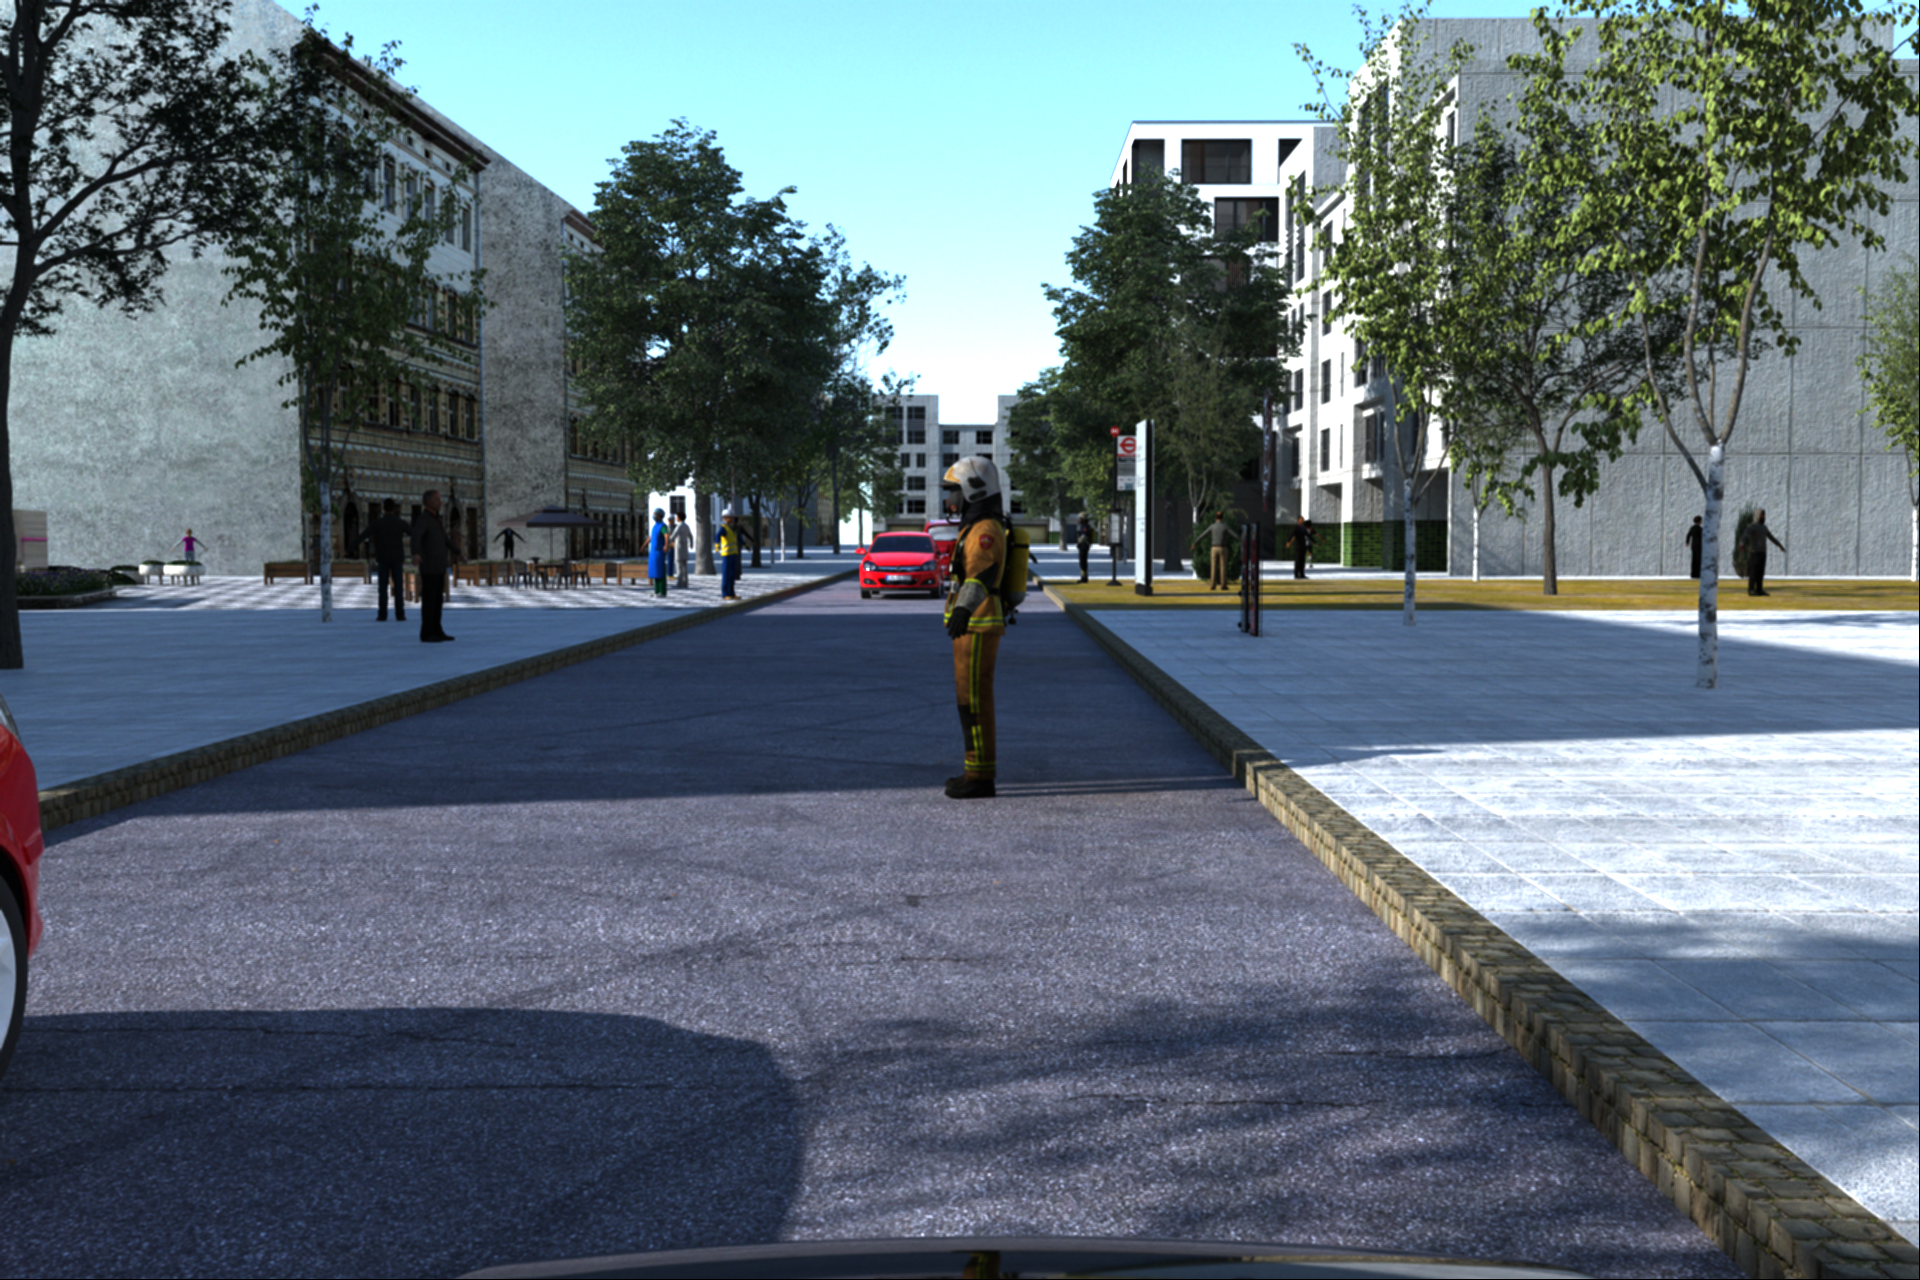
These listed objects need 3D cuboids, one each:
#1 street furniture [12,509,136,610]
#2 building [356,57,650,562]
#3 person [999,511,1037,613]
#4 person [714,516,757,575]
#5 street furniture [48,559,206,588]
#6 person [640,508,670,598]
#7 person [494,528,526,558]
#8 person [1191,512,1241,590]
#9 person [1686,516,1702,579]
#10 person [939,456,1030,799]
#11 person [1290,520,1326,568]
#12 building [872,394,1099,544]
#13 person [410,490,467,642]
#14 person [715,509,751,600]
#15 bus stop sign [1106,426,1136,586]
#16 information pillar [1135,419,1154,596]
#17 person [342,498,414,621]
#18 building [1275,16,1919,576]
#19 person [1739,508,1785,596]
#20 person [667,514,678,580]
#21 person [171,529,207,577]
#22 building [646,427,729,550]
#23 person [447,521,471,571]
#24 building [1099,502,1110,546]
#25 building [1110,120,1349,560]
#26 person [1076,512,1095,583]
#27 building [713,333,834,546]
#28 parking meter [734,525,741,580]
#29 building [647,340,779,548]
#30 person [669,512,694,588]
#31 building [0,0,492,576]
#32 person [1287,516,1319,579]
[{"bbox_3d":[-18.374,-1.548,32.164,9.812,1.723,11.010,-1,4,-17],"label":"street furniture"},{"bbox_3d":[-27.292,-15.809,89.407,19.493,23.208,18.063,0,4,2],"label":"building"},{"bbox_3d":[0.836,-1.422,31.472,1.354,1.858,0.705,3,5,44],"label":"person"},{"bbox_3d":[-7.078,-2.975,54.573,1.347,1.837,0.705,-1,4,-12],"label":"person"},{"bbox_3d":[-23.679,-1.699,43.408,10.072,0.657,5.734,2,4,31],"label":"street furniture"},{"bbox_3d":[-6.141,-1.775,35.156,0.704,1.817,1.347,-2,4,-32],"label":"person"},{"bbox_3d":[-17.124,-3.615,65.818,1.216,1.740,0.721,-2,4,-30],"label":"person"},{"bbox_3d":[5.953,-2.046,39.732,1.348,1.796,0.705,1,4,19],"label":"person"},{"bbox_3d":[21.278,-2.675,49.916,0.705,1.806,1.347,-1,4,-10],"label":"person"},{"bbox_3d":[0.058,-0.079,9.518,0.705,1.858,1.354,0,4,0],"label":"person"},{"bbox_3d":[13.280,-3.668,66.116,1.345,1.843,0.704,1,4,18],"label":"person"},{"bbox_3d":[4.336,-21.844,226.066,31.486,18.905,16.747,0,4,-2],"label":"building"},{"bbox_3d":[-6.266,-0.886,20.667,0.705,1.807,1.348,0,4,8],"label":"person"},{"bbox_3d":[-4.460,-1.681,33.954,0.721,1.772,1.216,2,4,24],"label":"person"},{"bbox_3d":[4.053,-3.317,42.932,0.855,3.939,0.416,0,4,1],"label":"bus stop sign"},{"bbox_3d":[3.866,-2.754,36.340,0.184,3.620,1.656,0,4,-1],"label":"information pillar"},{"bbox_3d":[-8.436,-1.197,25.641,1.348,1.821,0.705,-1,4,-20],"label":"person"},{"bbox_3d":[23.558,-12.331,68.071,16.747,18.905,31.486,0,4,1],"label":"building"},{"bbox_3d":[16.546,-1.818,35.848,1.348,1.813,0.705,-2,4,-28],"label":"person"},{"bbox_3d":[-8.118,-2.629,48.840,0.705,1.847,1.347,-1,4,-8],"label":"person"},{"bbox_3d":[-23.005,-2.595,51.701,0.991,1.433,0.599,-2,4,-29],"label":"person"},{"bbox_3d":[-24.315,-12.681,149.478,9.099,9.664,28.070,0,4,1],"label":"building"},{"bbox_3d":[-17.360,-3.241,59.793,1.217,1.733,0.721,2,4,28],"label":"person"},{"bbox_3d":[24.640,-21.526,182.884,19.493,23.208,18.063,0,4,1],"label":"building"},{"bbox_3d":[22.653,-15.793,102.194,27.936,21.610,32.646,0,4,1],"label":"building"},{"bbox_3d":[3.218,-2.426,45.449,0.705,1.856,1.354,0,4,7],"label":"person"},{"bbox_3d":[-24.032,-22.053,191.501,19.493,23.208,18.063,0,4,2],"label":"building"},{"bbox_3d":[-6.309,-2.437,48.264,0.372,1.533,0.369,0,3,0],"label":"parking meter"},{"bbox_3d":[-24.054,-18.983,166.790,16.016,20.090,11.380,0,4,1],"label":"building"},{"bbox_3d":[-6.641,-2.138,41.141,0.705,1.806,1.347,1,4,21],"label":"person"},{"bbox_3d":[-28.847,-14.086,61.237,19.493,23.208,18.063,0,4,2],"label":"building"},{"bbox_3d":[9.764,-2.651,49.572,1.346,1.802,0.704,-3,5,-39],"label":"person"}]
